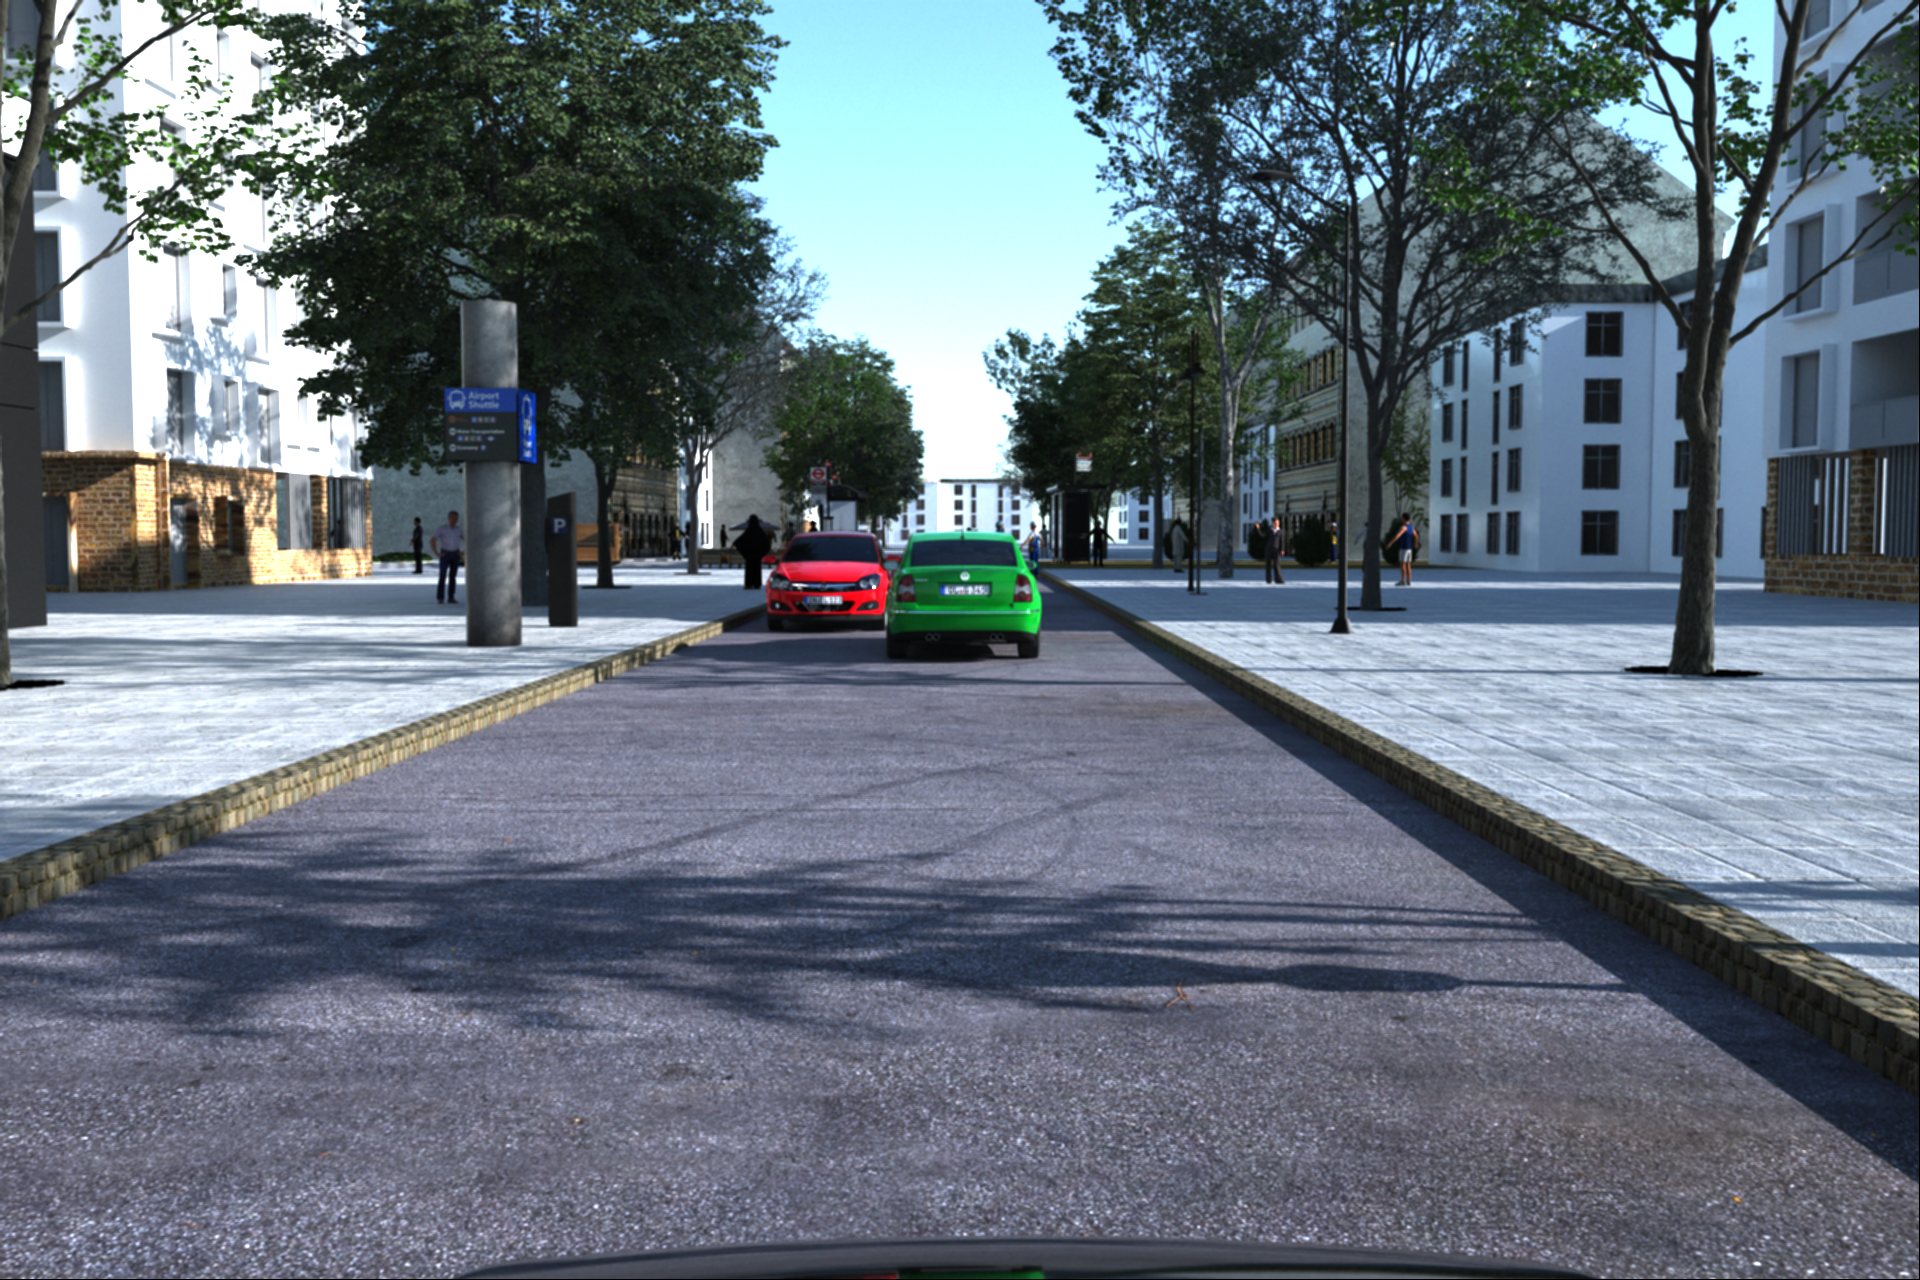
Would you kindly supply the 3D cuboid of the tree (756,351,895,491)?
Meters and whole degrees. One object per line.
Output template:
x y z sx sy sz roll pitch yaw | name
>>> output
-7.346 -10.344 94.885 9.928 11.665 9.643 0 3 0 | tree

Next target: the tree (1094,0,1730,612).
6.987 -7.230 28.588 12.009 13.543 11.850 0 3 0 | tree

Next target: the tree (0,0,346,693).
-7.982 -5.404 14.117 9.928 11.665 9.643 0 3 0 | tree

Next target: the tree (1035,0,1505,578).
8.695 -11.794 48.728 12.611 20.169 13.585 0 3 0 | tree

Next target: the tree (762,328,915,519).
-7.476 -12.345 108.488 9.857 13.997 8.962 0 3 0 | tree

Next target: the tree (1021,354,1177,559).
7.264 -9.324 86.861 8.767 10.594 7.601 0 4 1 | tree

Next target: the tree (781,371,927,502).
-7.697 -13.072 124.097 12.009 13.543 11.850 0 3 0 | tree

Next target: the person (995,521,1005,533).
1.202 -2.567 50.559 0.704 1.817 1.347 -1 4 -9 | person

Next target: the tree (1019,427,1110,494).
8.077 -11.730 126.205 8.767 10.594 7.601 2 4 34 | tree

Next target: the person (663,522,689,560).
-13.920 -4.853 85.127 1.354 1.856 0.705 -1 4 -14 | person

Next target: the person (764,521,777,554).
-8.423 -4.279 75.725 1.354 1.858 0.705 3 5 44 | person

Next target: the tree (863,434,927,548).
-6.934 -14.295 159.478 9.928 11.665 9.643 0 3 0 | tree

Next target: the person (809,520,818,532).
-5.664 -3.681 66.372 0.705 1.806 1.347 2 4 24 | person

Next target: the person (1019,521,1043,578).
2.359 -2.915 55.971 0.705 1.847 1.347 2 4 35 | person

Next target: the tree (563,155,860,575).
-8.348 -8.812 54.439 12.009 13.543 11.850 0 3 0 | tree

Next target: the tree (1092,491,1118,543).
20.399 -21.483 261.612 12.009 13.543 11.850 0 3 0 | tree

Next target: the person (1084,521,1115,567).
5.476 -3.799 68.341 1.346 1.802 0.704 -1 4 -19 | person

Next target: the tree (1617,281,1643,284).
29.410 -9.801 78.377 7.486 12.596 7.792 0 3 0 | tree

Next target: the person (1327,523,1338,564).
16.186 -4.228 75.593 0.721 1.772 1.216 -1 4 -9 | person

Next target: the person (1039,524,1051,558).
4.572 -5.343 93.545 1.347 1.806 0.705 1 4 21 | person

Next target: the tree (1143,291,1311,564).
11.261 -9.034 73.465 9.928 11.665 9.643 0 3 0 | tree

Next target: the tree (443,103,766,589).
-8.349 -7.036 40.796 9.928 11.665 9.643 0 3 0 | tree

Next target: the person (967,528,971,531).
0.334 -4.523 83.131 0.721 1.740 1.216 1 4 18 | person

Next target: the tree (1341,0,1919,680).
6.751 -5.481 15.375 9.928 11.665 9.643 0 3 0 | tree

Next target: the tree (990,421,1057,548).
7.745 -15.387 161.945 12.009 13.543 11.850 0 3 0 | tree

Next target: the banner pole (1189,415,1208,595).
5.058 -2.839 36.435 0.401 3.779 0.863 0 4 0 | banner pole

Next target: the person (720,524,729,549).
-12.878 -5.406 94.522 0.704 1.812 1.346 -1 4 -23 | person

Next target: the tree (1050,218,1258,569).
6.949 -8.877 63.261 7.486 12.596 7.792 0 3 0 | tree

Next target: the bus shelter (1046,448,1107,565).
5.052 -6.084 77.107 2.179 5.291 8.768 0 4 -2 | bus shelter

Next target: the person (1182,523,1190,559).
11.337 -5.001 87.706 1.347 1.837 0.705 -3 4 -38 | person

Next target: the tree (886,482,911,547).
-6.775 -13.302 167.843 4.737 8.622 4.395 0 3 0 | tree

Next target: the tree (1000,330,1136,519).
7.222 -12.444 110.112 9.857 13.997 8.962 0 3 0 | tree

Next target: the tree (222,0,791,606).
-7.773 -7.585 30.678 9.857 13.997 8.962 0 3 0 | tree

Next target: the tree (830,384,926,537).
-7.205 -14.466 143.173 9.857 13.997 8.962 0 3 0 | tree

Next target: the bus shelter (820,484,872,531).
-4.885 -4.822 72.756 2.014 3.302 5.546 0 4 1 | bus shelter

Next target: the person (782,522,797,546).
-7.162 -4.112 73.509 0.705 1.796 1.348 -3 5 -44 | person

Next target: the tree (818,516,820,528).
-20.060 -18.660 255.449 4.360 8.622 3.978 0 3 0 | tree

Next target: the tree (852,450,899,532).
-7.326 -11.233 134.017 4.360 8.622 3.978 0 3 0 | tree

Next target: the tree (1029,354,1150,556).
7.805 -10.679 100.355 9.928 11.665 9.643 0 3 0 | tree

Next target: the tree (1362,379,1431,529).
20.434 -7.904 79.599 4.737 8.622 4.395 0 3 0 | tree

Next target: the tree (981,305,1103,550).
8.912 -17.511 142.191 12.611 20.169 13.585 0 3 0 | tree

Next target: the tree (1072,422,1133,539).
7.713 -8.701 92.618 4.360 8.622 3.978 0 3 0 | tree
